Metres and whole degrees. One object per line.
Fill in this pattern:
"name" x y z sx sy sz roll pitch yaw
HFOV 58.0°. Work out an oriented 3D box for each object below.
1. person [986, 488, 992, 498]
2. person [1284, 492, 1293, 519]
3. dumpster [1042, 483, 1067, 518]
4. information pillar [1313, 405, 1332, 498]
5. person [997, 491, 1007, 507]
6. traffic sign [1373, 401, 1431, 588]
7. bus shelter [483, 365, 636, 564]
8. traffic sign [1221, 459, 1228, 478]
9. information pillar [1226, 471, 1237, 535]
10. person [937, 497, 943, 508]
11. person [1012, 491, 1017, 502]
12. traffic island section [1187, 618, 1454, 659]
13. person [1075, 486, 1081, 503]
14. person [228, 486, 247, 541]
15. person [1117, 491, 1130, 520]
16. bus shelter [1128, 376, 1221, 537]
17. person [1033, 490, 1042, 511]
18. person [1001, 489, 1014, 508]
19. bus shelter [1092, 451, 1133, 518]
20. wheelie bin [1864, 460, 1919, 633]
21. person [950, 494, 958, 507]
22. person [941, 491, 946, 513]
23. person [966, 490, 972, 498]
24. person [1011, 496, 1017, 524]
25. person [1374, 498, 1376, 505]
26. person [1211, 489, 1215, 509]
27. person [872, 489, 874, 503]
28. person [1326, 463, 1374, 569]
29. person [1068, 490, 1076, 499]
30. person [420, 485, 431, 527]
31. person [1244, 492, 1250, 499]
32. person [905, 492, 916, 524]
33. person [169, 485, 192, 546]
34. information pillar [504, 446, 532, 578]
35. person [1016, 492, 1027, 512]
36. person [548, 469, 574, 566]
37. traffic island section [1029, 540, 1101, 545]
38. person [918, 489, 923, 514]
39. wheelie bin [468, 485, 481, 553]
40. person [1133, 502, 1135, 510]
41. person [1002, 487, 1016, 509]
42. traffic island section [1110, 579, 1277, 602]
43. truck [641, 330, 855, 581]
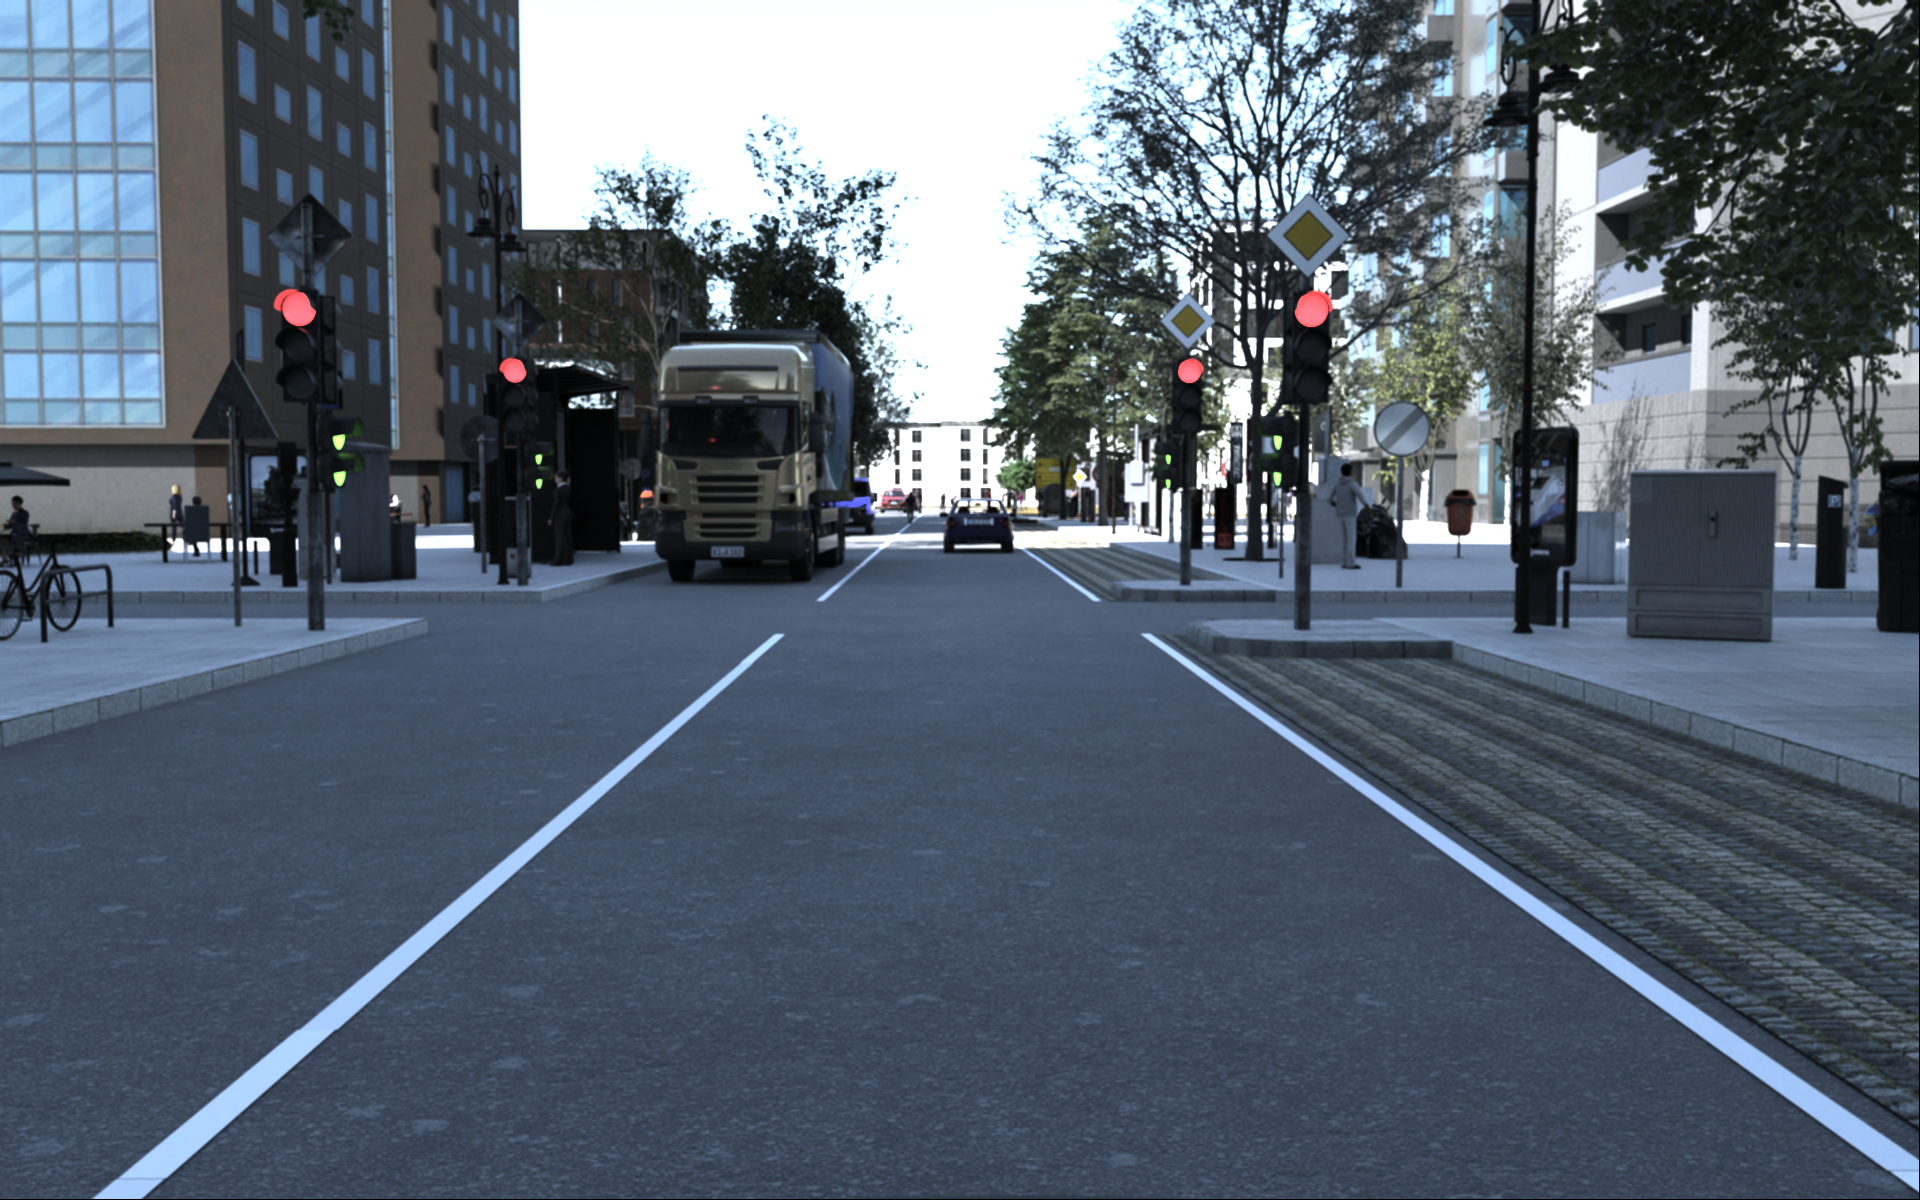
"person" 1.867 -6.399 113.054 0.705 1.831 1.348 1 4 19
"person" 16.697 -5.061 88.655 0.709 1.838 0.599 0 4 -5
"dumpster" 5.069 -5.325 92.825 1.264 1.857 1.865 0 4 0
"information pillar" 9.561 -3.324 45.700 0.504 3.616 0.183 3 4 38
"person" 4.518 -10.530 181.392 1.217 1.743 0.721 0 4 -2
"traffic sign" 6.031 -1.444 23.710 0.768 2.556 0.104 0 4 5
"bus shelter" -7.879 -2.652 34.646 1.731 3.624 6.357 0 4 -1
"traffic sign" 9.713 -3.779 61.888 0.768 2.556 0.104 0 4 7
"information pillar" 8.572 -3.068 54.661 0.304 2.012 0.304 1 4 22
"person" -1.879 -9.876 173.189 0.991 1.433 0.599 -2 4 -29
"person" 5.525 -10.417 176.364 0.705 1.823 1.348 -1 4 -13
"traffic island section" 3.268 0.358 16.430 2.009 0.180 2.903 0 4 0
"person" 8.235 -7.027 120.895 0.705 1.831 1.348 2 4 31
"person" -19.511 -2.359 46.830 0.499 1.552 0.429 0 4 1
"person" 7.969 -4.596 84.414 0.697 1.427 0.421 1 4 21
"bus shelter" 6.685 -4.786 55.877 2.179 5.291 8.768 0 4 -1
"person" 6.132 -7.665 132.195 1.217 1.723 0.721 2 4 26
"person" 4.556 -9.612 163.184 1.348 1.826 0.705 0 4 4
"bus shelter" 8.371 -6.344 95.008 1.731 3.624 6.357 0 4 -1
"wheelie bin" 8.934 -0.502 16.113 0.980 1.594 0.693 2 4 33
"person" -0.510 -8.413 149.284 0.697 1.427 0.421 1 4 14
"person" -1.237 -7.315 129.567 0.415 1.643 0.593 1 4 22
"person" 0.890 -9.719 167.044 0.705 1.869 1.348 -1 4 -23
"person" 2.574 -4.278 82.356 0.340 1.345 0.435 -2 4 -28
"person" 11.783 -2.485 49.913 0.421 1.427 0.697 2 4 30
"person" 14.550 -5.611 99.842 0.516 1.574 0.319 2 4 25
"person" -8.750 -10.109 172.011 1.217 1.739 0.721 -2 4 -29
"person" 6.708 -1.438 29.702 0.875 1.805 0.789 3 5 44
"person" 10.210 -9.194 157.066 1.217 1.736 0.721 3 4 38
"person" -20.891 -3.678 67.652 0.593 1.643 0.415 3 5 43
"person" 16.804 -5.603 100.838 0.628 1.438 0.799 -1 4 -20
"person" -2.436 -4.433 83.196 0.569 1.553 0.471 2 4 26
"person" -19.344 -2.102 42.945 0.613 1.512 0.480 0 4 -6
"information pillar" -6.760 -1.342 26.432 0.304 2.012 0.304 1 4 17
"person" 4.445 -7.199 126.977 0.991 1.433 0.599 -1 4 -20
"person" -7.160 -1.481 31.064 0.445 1.727 0.742 -1 4 -12
"traffic island section" 2.978 -1.636 49.616 1.991 0.108 1.994 0 4 0
"person" -2.810 -7.108 124.738 0.705 1.821 1.348 0 4 3
"wheelie bin" -10.418 -1.848 38.125 0.693 1.594 0.980 0 4 1
"person" 14.122 -8.237 141.423 1.217 1.736 0.721 0 4 -6
"person" 4.204 -8.656 147.201 1.348 1.869 0.705 2 4 30
"traffic island section" 3.198 -0.130 24.415 2.009 0.180 2.903 0 4 0
"truck" -3.565 -2.627 31.870 2.839 4.237 11.283 0 4 1
